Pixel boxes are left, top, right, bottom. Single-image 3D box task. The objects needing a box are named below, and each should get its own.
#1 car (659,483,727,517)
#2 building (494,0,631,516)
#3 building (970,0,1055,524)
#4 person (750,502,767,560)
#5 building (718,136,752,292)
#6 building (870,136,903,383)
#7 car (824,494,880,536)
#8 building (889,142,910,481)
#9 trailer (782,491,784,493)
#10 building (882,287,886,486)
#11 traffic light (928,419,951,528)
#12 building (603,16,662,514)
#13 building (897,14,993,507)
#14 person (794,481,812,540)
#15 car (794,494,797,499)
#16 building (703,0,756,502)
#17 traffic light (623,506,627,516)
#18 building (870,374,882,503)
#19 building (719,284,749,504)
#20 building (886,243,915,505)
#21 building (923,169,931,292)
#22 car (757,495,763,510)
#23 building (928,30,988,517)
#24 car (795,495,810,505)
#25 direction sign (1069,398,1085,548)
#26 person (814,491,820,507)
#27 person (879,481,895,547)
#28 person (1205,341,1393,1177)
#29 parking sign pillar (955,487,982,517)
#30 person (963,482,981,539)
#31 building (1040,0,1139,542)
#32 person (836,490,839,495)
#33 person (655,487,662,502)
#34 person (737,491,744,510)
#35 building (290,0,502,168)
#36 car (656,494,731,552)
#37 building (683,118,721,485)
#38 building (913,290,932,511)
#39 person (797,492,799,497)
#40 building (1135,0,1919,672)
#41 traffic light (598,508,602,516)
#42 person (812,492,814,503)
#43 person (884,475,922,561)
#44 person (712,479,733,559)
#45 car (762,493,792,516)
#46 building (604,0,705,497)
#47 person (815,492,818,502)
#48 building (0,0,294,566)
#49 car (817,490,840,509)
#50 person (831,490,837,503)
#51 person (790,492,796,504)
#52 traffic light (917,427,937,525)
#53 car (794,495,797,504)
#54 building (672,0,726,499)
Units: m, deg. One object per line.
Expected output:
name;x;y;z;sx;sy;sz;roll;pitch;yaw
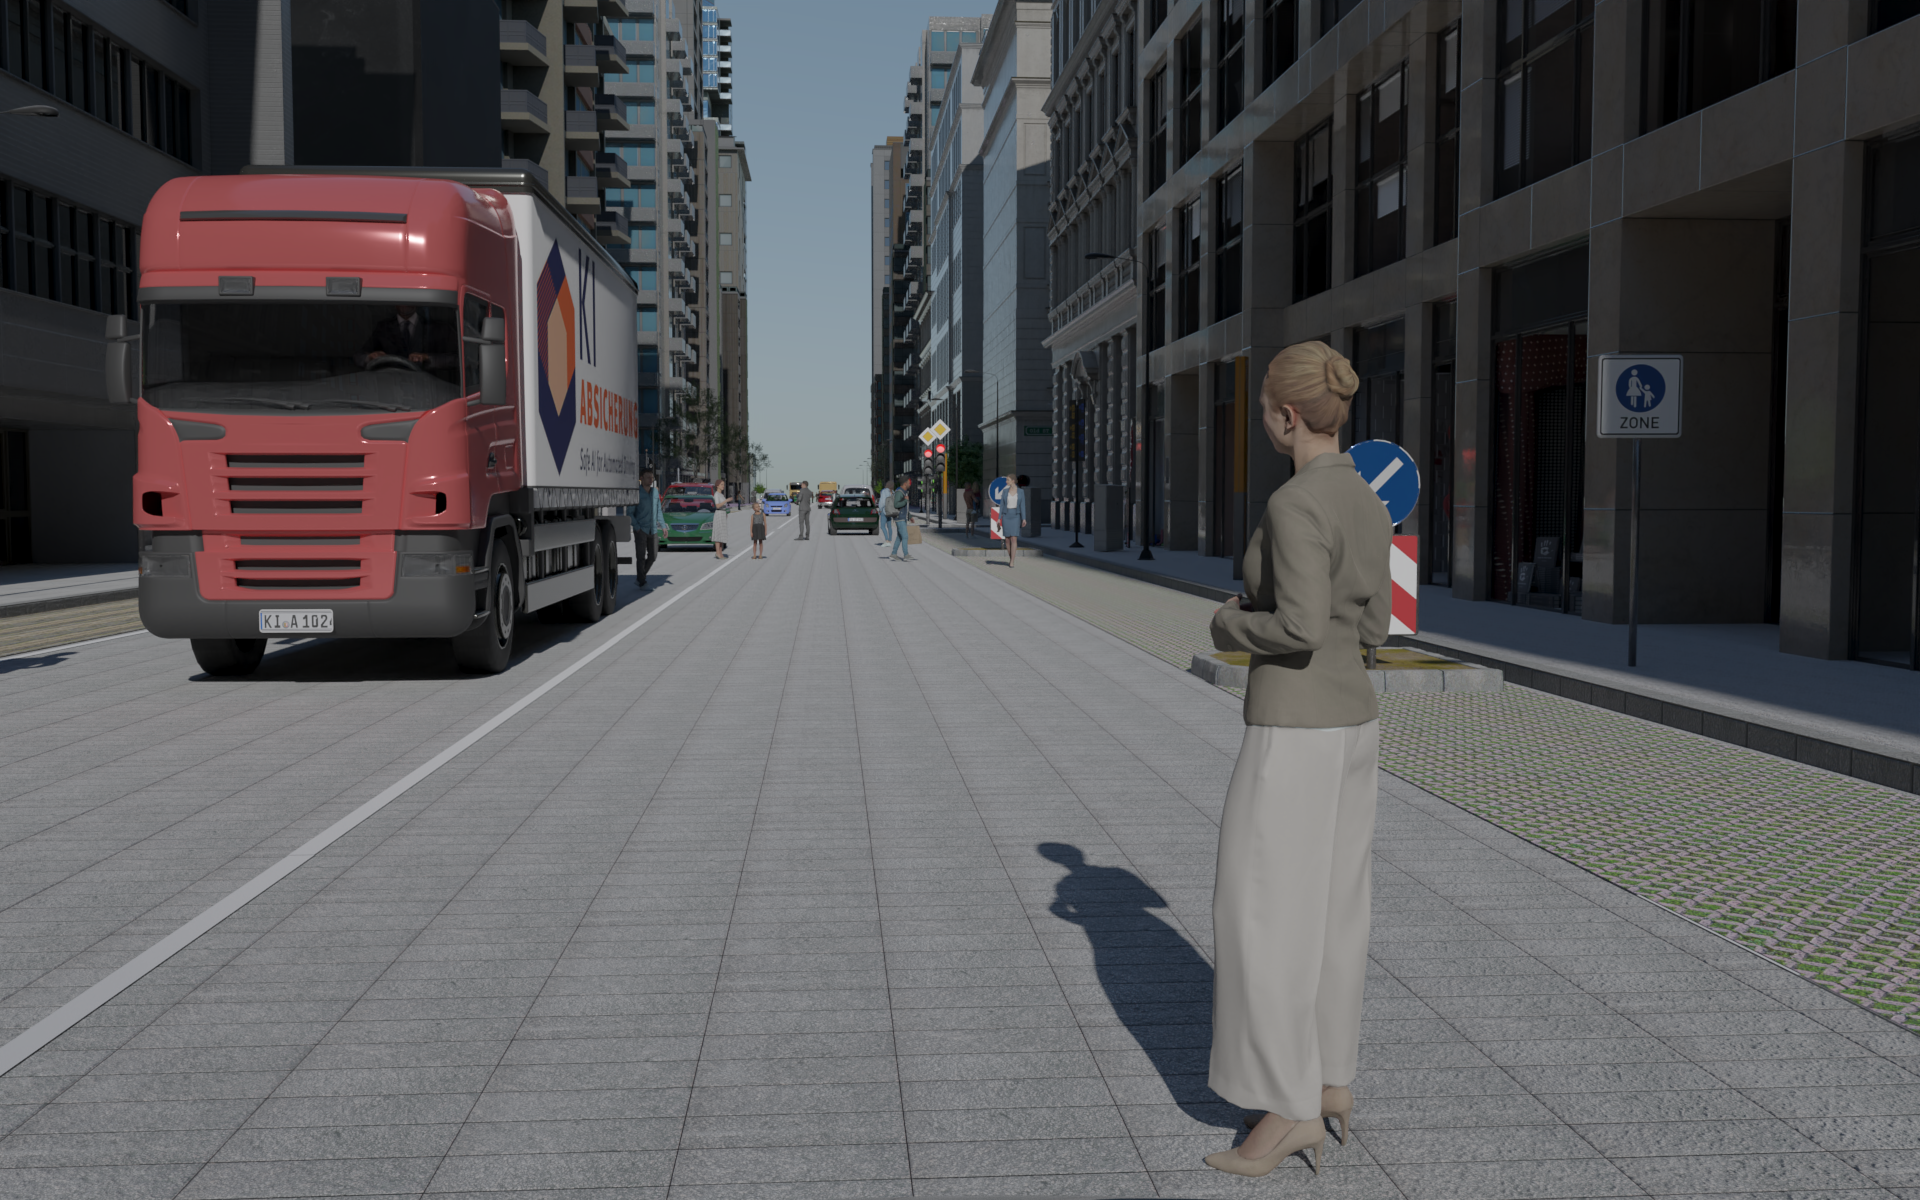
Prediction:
car;-8.905;-2.984;57.468;2.281;1.827;5.304;0;4;-2
building;-28.184;-26.301;84.644;22.147;44.769;28.867;0;4;-4
building;23.161;-18.747;82.927;44.131;29.872;17.030;0;4;-4
person;-4.407;-1.512;37.887;0.362;1.253;0.373;0;4;-2
building;-45.716;-40.862;257.330;28.713;52.752;27.495;0;4;-4
building;-4.397;-45.852;291.678;21.231;58.520;28.212;0;4;-4
car;-3.785;-3.146;61.228;2.009;1.686;4.222;0;4;-6
building;-1.648;-34.600;215.827;14.600;45.320;14.200;0;4;-4
trailer;-30.780;-17.751;297.282;1.471;1.999;3.904;0;4;-3
building;-3.923;-28.749;241.742;14.160;30.474;14.107;0;4;-4
traffic light;-0.762;-4.642;64.814;0.839;4.253;0.868;0;4;-4
building;-37.393;-26.096;118.551;32.217;40.220;23.993;0;4;-4
building;5.627;-34.201;178.799;23.786;49.044;30.456;0;4;-4
person;-4.889;-2.774;53.656;0.447;1.846;0.655;2;4;35
car;-25.309;-16.140;273.680;2.009;1.686;4.222;0;4;-3
building;-44.934;-59.509;285.635;22.319;86.520;31.000;0;4;-4
traffic light;-13.890;-5.070;71.814;0.839;4.253;0.868;0;4;-4
building;0.519;-25.661;264.596;27.650;21.520;28.899;0;4;-4
building;-36.407;-28.473;237.231;14.160;30.474;14.107;0;4;-4
building;-0.964;-26.267;201.171;14.160;30.474;14.107;0;4;-4
building;3.597;-23.560;156.909;14.160;30.474;14.107;0;4;-4
car;-17.341;-8.841;156.904;2.083;1.381;4.827;0;4;-5
building;4.358;-20.500;112.674;11.434;29.767;29.804;0;4;-4
car;-20.148;-13.023;222.714;2.009;1.686;4.222;0;4;-3
direction sign;2.802;-3.027;41.486;0.379;3.537;0.876;-1;4;-20
person;-16.129;-11.606;198.393;1.348;1.807;0.705;-1;4;-17
person;-1.980;-2.355;47.277;0.793;1.790;0.793;0;4;3
person;0.726;0.321;3.801;0.362;1.759;0.519;2;4;35
parking sign pillar;0.473;-6.587;96.167;1.447;3.967;1.447;-2;4;-34
person;0.390;-2.873;55.453;0.580;1.828;0.573;0;4;-1
building;8.817;-13.784;54.252;11.050;23.489;19.941;0;4;-4
person;-13.649;-11.220;191.585;1.348;1.869;0.705;0;4;4
person;-15.837;-5.026;90.852;0.590;1.801;0.661;0;4;2
person;-19.329;-8.750;152.284;0.721;1.735;1.217;-2;4;-34
building;-23.870;-13.815;55.558;15.834;23.373;12.332;0;4;-4
car;-6.954;-2.001;44.522;2.131;1.459;4.920;0;4;-6
building;-32.926;-30.567;183.372;14.154;41.232;14.086;0;4;-4
building;1.966;-16.725;138.075;10.561;19.102;19.286;0;4;-4
person;-22.080;-13.859;236.016;0.541;1.710;0.530;-3;5;-44
building;15.264;-13.577;26.505;19.350;26.468;34.151;0;4;-4
traffic light;-13.286;-4.583;63.851;0.839;4.253;0.868;0;4;-4
person;-23.178;-16.154;272.761;0.705;1.807;1.348;1;4;9
person;-1.192;-1.730;36.775;0.713;1.824;0.794;2;4;27
person;-5.192;-1.774;38.068;0.524;1.755;0.480;1;4;9
car;-11.841;-6.285;112.342;1.945;1.707;3.694;0;4;-4
building;-36.330;-33.065;160.227;23.786;49.044;30.456;0;4;-4
person;-24.942;-17.943;302.388;0.721;1.766;1.217;2;4;29
building;-20.329;-12.455;22.711;14.314;24.678;30.058;0;4;-4
car;-12.684;-9.718;167.565;2.281;1.827;5.304;0;4;-3
person;-10.556;-8.366;145.629;0.623;1.781;0.721;-1;4;-11
person;-25.243;-15.426;261.427;1.217;1.735;0.721;2;4;34
traffic light;-1.366;-5.129;72.776;0.839;4.253;0.868;0;4;-4
car;-22.256;-14.303;242.656;1.959;1.807;4.718;0;4;-3
building;-37.827;-46.557;199.452;20.563;71.187;20.611;0;4;-4
